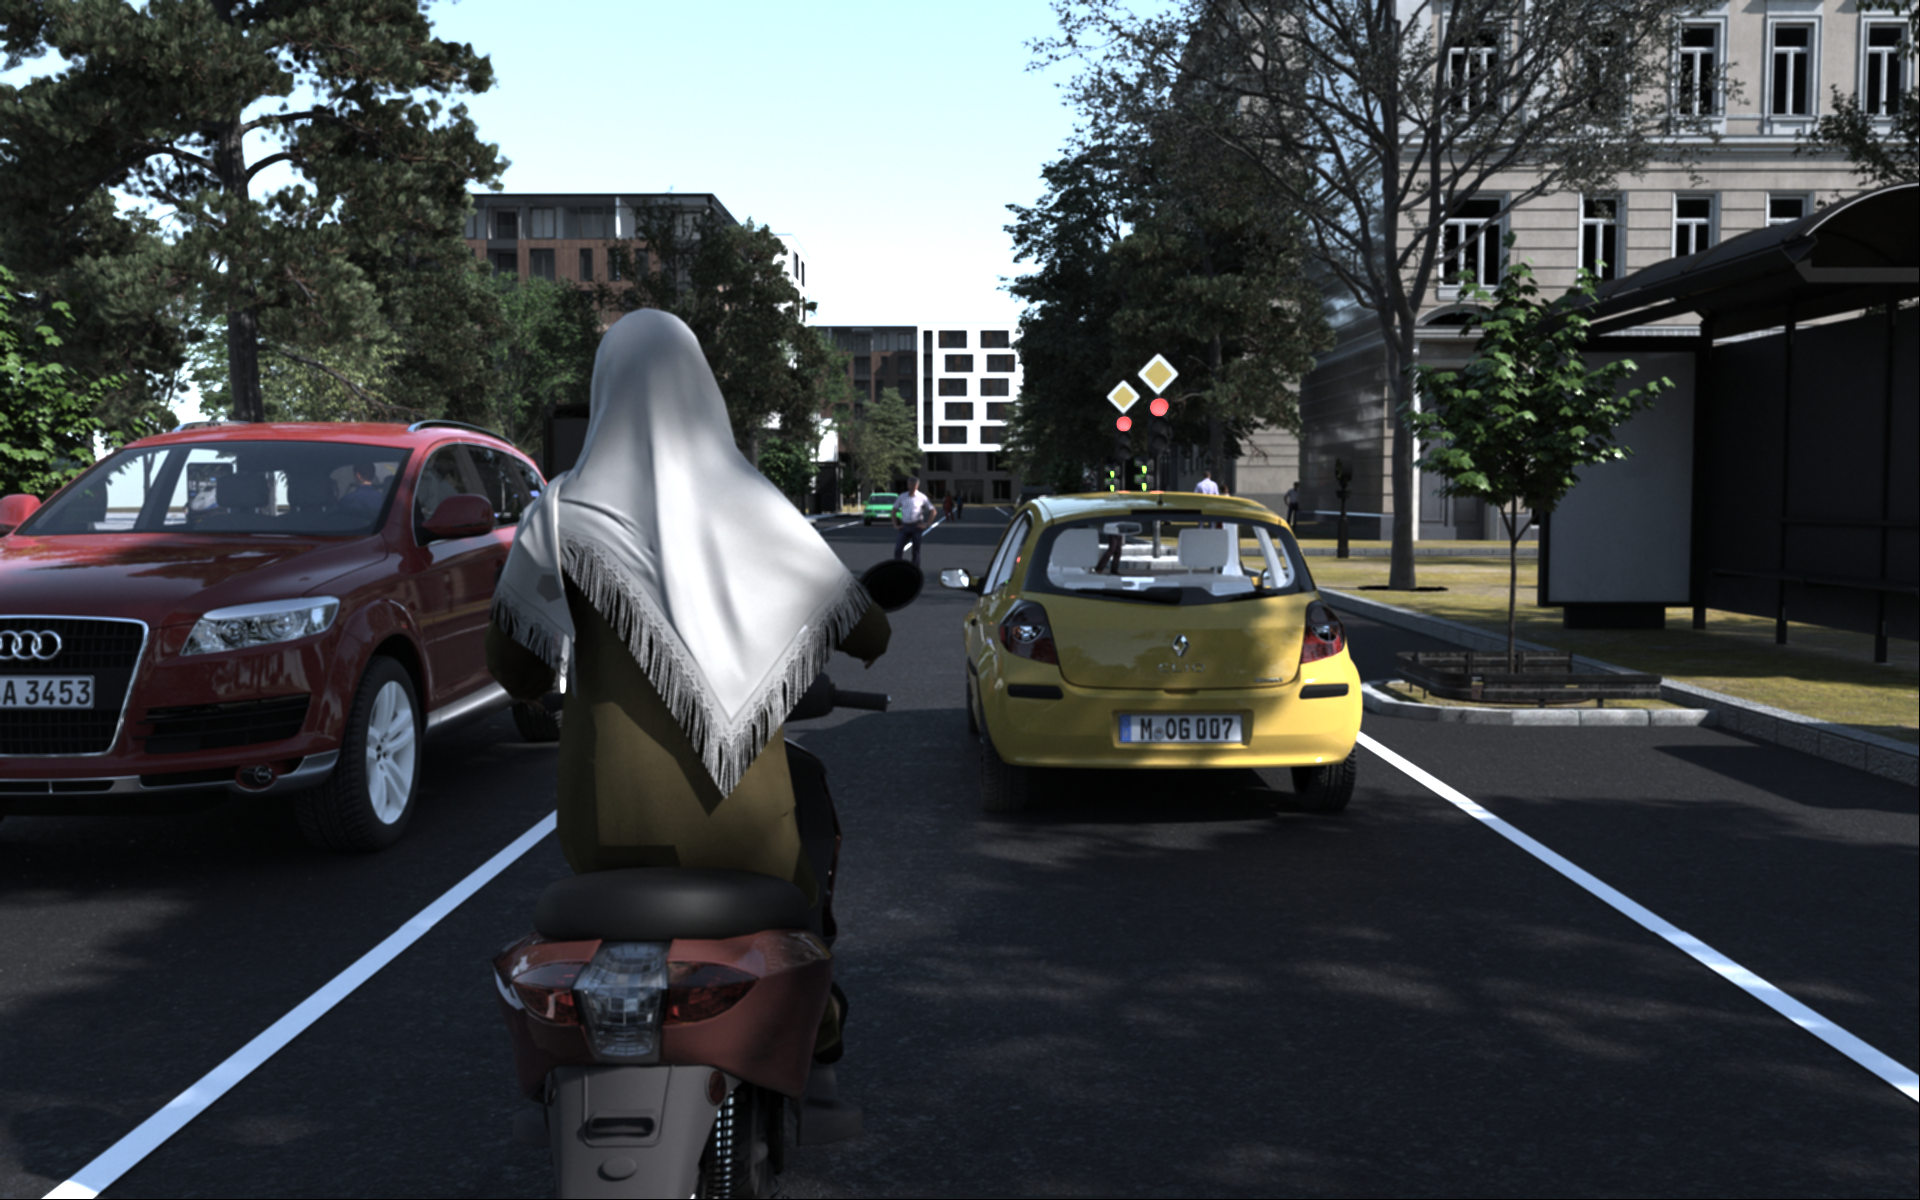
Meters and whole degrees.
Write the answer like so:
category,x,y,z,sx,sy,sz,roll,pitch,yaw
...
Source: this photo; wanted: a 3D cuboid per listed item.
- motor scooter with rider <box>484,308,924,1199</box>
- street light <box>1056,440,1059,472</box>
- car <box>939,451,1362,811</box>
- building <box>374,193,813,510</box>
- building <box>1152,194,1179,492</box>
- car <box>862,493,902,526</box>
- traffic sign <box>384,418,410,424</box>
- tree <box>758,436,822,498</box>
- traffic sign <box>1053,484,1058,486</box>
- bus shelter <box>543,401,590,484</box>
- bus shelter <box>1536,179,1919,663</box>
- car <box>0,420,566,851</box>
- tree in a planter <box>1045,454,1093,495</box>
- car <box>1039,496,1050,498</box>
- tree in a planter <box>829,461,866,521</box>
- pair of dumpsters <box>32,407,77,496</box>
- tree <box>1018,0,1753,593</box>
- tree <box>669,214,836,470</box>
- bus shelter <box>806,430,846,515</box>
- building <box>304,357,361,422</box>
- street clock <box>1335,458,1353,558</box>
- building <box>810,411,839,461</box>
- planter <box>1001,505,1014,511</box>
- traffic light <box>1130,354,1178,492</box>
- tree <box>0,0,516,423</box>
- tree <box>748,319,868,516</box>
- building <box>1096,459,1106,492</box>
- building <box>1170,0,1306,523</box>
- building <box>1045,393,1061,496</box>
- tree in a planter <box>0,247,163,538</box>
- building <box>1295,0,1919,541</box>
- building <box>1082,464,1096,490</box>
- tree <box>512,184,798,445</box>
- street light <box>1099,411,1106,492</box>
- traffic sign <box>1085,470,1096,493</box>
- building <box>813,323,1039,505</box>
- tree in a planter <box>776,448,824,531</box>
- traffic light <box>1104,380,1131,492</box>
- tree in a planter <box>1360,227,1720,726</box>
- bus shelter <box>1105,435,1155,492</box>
category,x,y,z,sx,sy,sz,roll,pitch,yaw
motor scooter with rider,-0.442,0.358,3.108,0.876,1.779,1.986,0,4,-1
street light,6.660,-8.824,117.058,0.468,5.910,1.993,0,4,0
car,0.899,0.058,9.274,2.015,1.641,3.980,0,4,-1
building,-27.142,-17.748,134.162,27.936,21.610,32.646,0,4,0
building,16.819,-15.839,108.123,9.793,20.994,18.267,0,4,0
car,-3.469,-4.305,79.176,1.959,1.807,4.718,0,4,-1
traffic sign,-9.512,-1.781,29.221,0.768,2.556,0.104,0,4,2
tree,-8.586,-6.185,84.835,4.285,4.588,4.351,0,3,0
traffic sign,6.493,-6.888,112.627,0.884,2.594,0.081,1,4,9
bus shelter,-9.452,-3.342,45.923,1.731,3.624,6.357,0,4,1
bus shelter,6.283,-1.223,13.913,2.014,3.302,5.546,0,4,1
car,-3.279,0.002,8.647,2.281,1.827,5.304,0,4,1
tree in a planter,4.212,-4.267,66.987,1.991,3.239,1.994,0,4,0
car,4.122,-3.951,76.952,2.083,1.381,4.827,0,4,1
tree in a planter,-6.071,-5.919,93.995,1.991,3.239,1.994,0,4,0
pair of dumpsters,-9.825,-0.841,16.248,1.574,2.255,4.436,0,4,1
tree,5.841,-6.879,22.835,12.009,13.543,11.850,0,3,0
tree,-9.481,-10.403,77.519,7.806,13.903,7.818,0,3,0
bus shelter,-8.774,-8.218,111.996,2.179,5.291,8.768,0,4,0
building,-73.600,-21.926,214.910,11.380,20.091,16.016,0,4,0
street clock,7.680,-1.842,34.687,0.358,2.002,0.471,0,4,-3
building,-27.325,-14.858,185.078,28.070,9.664,9.099,0,4,0
planter,5.110,-9.253,172.420,1.991,0.319,1.994,0,4,0
traffic light,3.886,-2.756,34.306,0.839,4.213,0.868,0,4,0
tree,-9.152,-6.113,22.002,6.751,12.117,7.091,0,3,0
tree,-9.475,-10.799,102.316,9.928,11.665,9.643,0,3,0
building,20.883,-17.035,144.978,16.747,18.905,31.486,0,4,0
building,18.428,-18.316,86.853,14.401,28.519,23.554,0,4,0
building,25.552,-23.001,220.042,32.646,21.610,27.936,0,4,0
tree in a planter,-6.777,-0.917,12.220,1.991,3.239,1.994,0,4,0
building,21.331,-16.328,52.863,20.117,28.700,13.634,0,4,0
building,16.962,-14.243,175.017,9.099,9.664,28.070,0,4,0
tree,-9.233,-7.262,53.144,8.767,10.594,7.601,0,4,-6
street light,6.388,-6.437,78.029,0.468,5.910,1.993,0,4,0
traffic sign,7.023,-5.648,92.352,0.884,2.594,0.081,0,4,5
building,-7.092,-23.023,220.408,32.646,21.610,27.936,0,4,0
tree in a planter,-6.312,-4.271,67.052,1.991,3.239,1.994,0,4,0
traffic light,3.955,-3.244,42.291,0.839,4.213,0.868,0,4,0
tree in a planter,3.729,-0.881,11.624,1.991,3.239,1.994,0,4,0
bus shelter,6.440,-4.543,65.557,1.731,3.624,6.357,0,4,1
